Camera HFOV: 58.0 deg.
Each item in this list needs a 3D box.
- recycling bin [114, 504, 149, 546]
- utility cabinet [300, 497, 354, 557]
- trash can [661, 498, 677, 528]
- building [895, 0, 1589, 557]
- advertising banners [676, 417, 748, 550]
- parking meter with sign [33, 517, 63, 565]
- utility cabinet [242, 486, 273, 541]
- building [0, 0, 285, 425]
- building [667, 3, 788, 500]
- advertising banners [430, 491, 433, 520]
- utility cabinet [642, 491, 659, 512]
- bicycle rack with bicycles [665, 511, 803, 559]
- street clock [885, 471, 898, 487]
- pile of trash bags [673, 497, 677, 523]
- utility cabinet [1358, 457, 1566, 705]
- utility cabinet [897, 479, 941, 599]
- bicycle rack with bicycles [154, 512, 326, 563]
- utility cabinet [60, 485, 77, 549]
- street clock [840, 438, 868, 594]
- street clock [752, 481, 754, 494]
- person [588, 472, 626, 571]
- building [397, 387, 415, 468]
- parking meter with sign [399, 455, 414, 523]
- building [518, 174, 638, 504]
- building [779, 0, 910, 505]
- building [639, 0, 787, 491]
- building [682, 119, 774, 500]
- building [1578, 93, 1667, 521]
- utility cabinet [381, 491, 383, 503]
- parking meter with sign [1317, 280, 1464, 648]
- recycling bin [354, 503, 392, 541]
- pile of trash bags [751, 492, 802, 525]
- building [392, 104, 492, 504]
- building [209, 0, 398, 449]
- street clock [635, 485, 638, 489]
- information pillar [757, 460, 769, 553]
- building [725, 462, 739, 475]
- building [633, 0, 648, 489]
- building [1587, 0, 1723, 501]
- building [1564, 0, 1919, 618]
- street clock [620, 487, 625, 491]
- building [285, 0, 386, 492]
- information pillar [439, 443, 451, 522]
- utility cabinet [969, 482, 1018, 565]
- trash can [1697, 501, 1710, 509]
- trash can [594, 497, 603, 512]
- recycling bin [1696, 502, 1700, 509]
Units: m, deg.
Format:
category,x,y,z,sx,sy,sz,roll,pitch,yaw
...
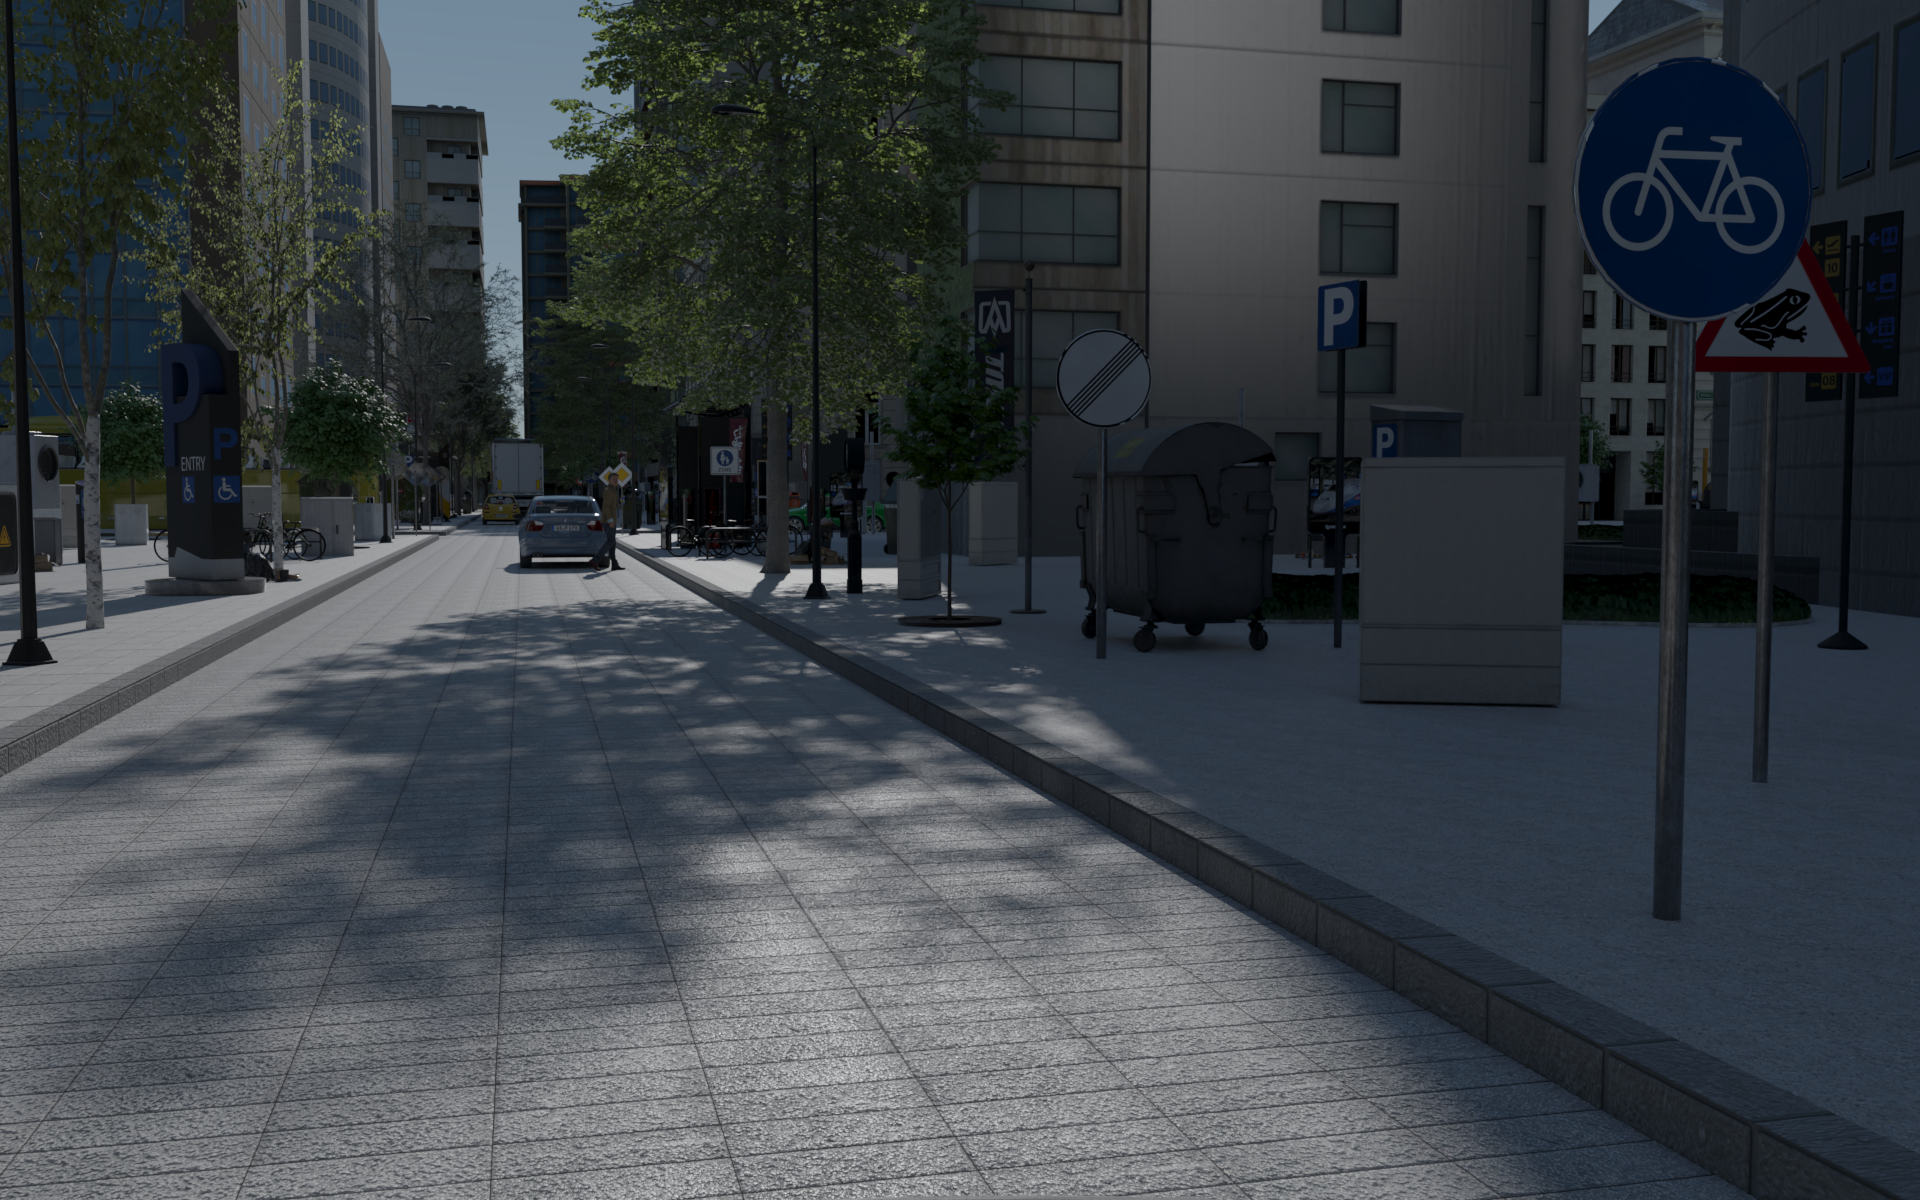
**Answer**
category,x,y,z,sx,sy,sz,roll,pitch,yaw
recycling bin,-20.832,-1.896,43.557,0.722,1.027,0.722,-1,4,-22
utility cabinet,-13.063,-1.504,35.760,1.020,1.237,0.306,-1,4,-19
trash can,-10.396,-3.079,61.992,0.748,1.137,0.748,0,3,0
building,5.406,-21.927,42.098,14.154,41.232,14.086,-1,4,-14
advertising banners,-5.747,-2.688,40.131,2.074,3.025,0.090,2,4,30
parking meter with sign,-17.124,-2.131,31.103,1.738,3.016,0.543,0,4,-8
utility cabinet,-18.820,-2.270,45.796,1.173,1.500,0.318,-2,4,-30
building,-35.810,-25.721,70.652,14.600,45.320,14.200,-1,4,-14
building,-17.876,-28.402,147.964,14.154,41.232,14.086,-1,4,-14
advertising banners,-26.148,-5.302,82.881,0.090,3.025,2.074,3,4,38
utility cabinet,-22.405,-7.127,125.207,1.173,1.500,0.318,-1,4,-18
bicycle rack with bicycles,-4.510,-1.335,35.216,2.925,0.926,2.852,-1,4,-12
street clock,-2.134,-3.107,55.370,0.471,2.002,0.358,-1,4,-9
pile of trash bags,-11.779,-4.089,76.600,1.912,1.369,3.447,-1,4,-17
utility cabinet,3.047,-0.116,10.582,1.173,1.500,0.318,1,4,10
utility cabinet,-0.486,-0.778,21.403,0.318,1.500,1.173,1,4,11
bicycle rack with bicycles,-13.483,-1.216,33.262,2.925,0.926,2.852,1,4,11
utility cabinet,-20.913,-1.919,40.048,0.318,1.500,1.173,2,4,29
street clock,-1.360,-1.085,22.309,0.358,2.002,0.471,-1,4,-10
street clock,-10.880,-5.379,92.521,0.358,2.002,0.471,3,5,44
person,-6.559,-1.464,32.340,0.656,1.842,0.836,3,5,45
building,-74.446,-53.112,181.054,31.000,86.520,22.319,-1,4,-14
parking meter with sign,-24.989,-4.987,77.800,0.543,3.016,1.738,-2,4,-31
building,-46.730,-35.554,235.930,28.867,44.769,22.147,-1,4,-14
building,4.653,-17.268,79.602,25.104,27.353,12.463,-1,4,-14
building,-19.069,-33.175,166.111,21.300,48.544,21.600,-1,4,-14
building,-8.754,-20.880,117.808,17.030,29.872,44.131,-1,4,-14
building,24.989,-14.081,84.974,16.860,20.320,10.420,-1,4,-14
utility cabinet,-34.666,-5.852,104.359,0.318,1.500,1.173,-2,4,-26
parking meter with sign,3.902,-1.130,14.729,1.738,3.016,0.543,-2,4,-25
recycling bin,-16.197,-2.154,47.777,0.722,1.027,0.722,2,4,25
pile of trash bags,-8.104,-3.709,70.389,3.447,1.369,1.912,-2,4,-24
building,-75.272,-39.368,232.911,27.495,52.752,28.713,-1,4,-14
building,-61.346,-31.449,164.297,14.600,45.320,14.200,-1,4,-14
street clock,-25.499,-8.015,135.608,0.471,2.002,0.358,-2,4,-24
information pillar,-4.190,-2.026,37.625,0.304,2.012,0.304,2,4,34
building,-24.452,-28.527,238.121,14.107,30.474,14.160,-1,4,-14
building,-24.959,-39.631,189.962,21.231,58.520,28.212,-1,4,-14
building,44.296,-18.557,90.792,23.554,28.519,14.401,-1,4,-14
building,20.574,-28.953,15.379,21.231,58.520,28.212,-1,4,-14
street clock,-25.472,-7.813,132.314,0.358,2.002,0.471,3,5,44
building,-59.501,-36.687,141.836,21.231,58.520,28.212,-1,4,-14
information pillar,-23.692,-5.397,79.595,0.504,3.616,0.183,1,4,14
utility cabinet,0.595,-1.380,31.248,0.318,1.500,1.173,2,4,34
trash can,16.239,-1.567,37.280,0.748,1.137,0.748,0,3,0
trash can,-16.525,-4.175,79.909,0.748,1.137,0.748,0,3,0
recycling bin,24.326,-2.666,56.150,0.722,1.027,0.722,3,4,38
